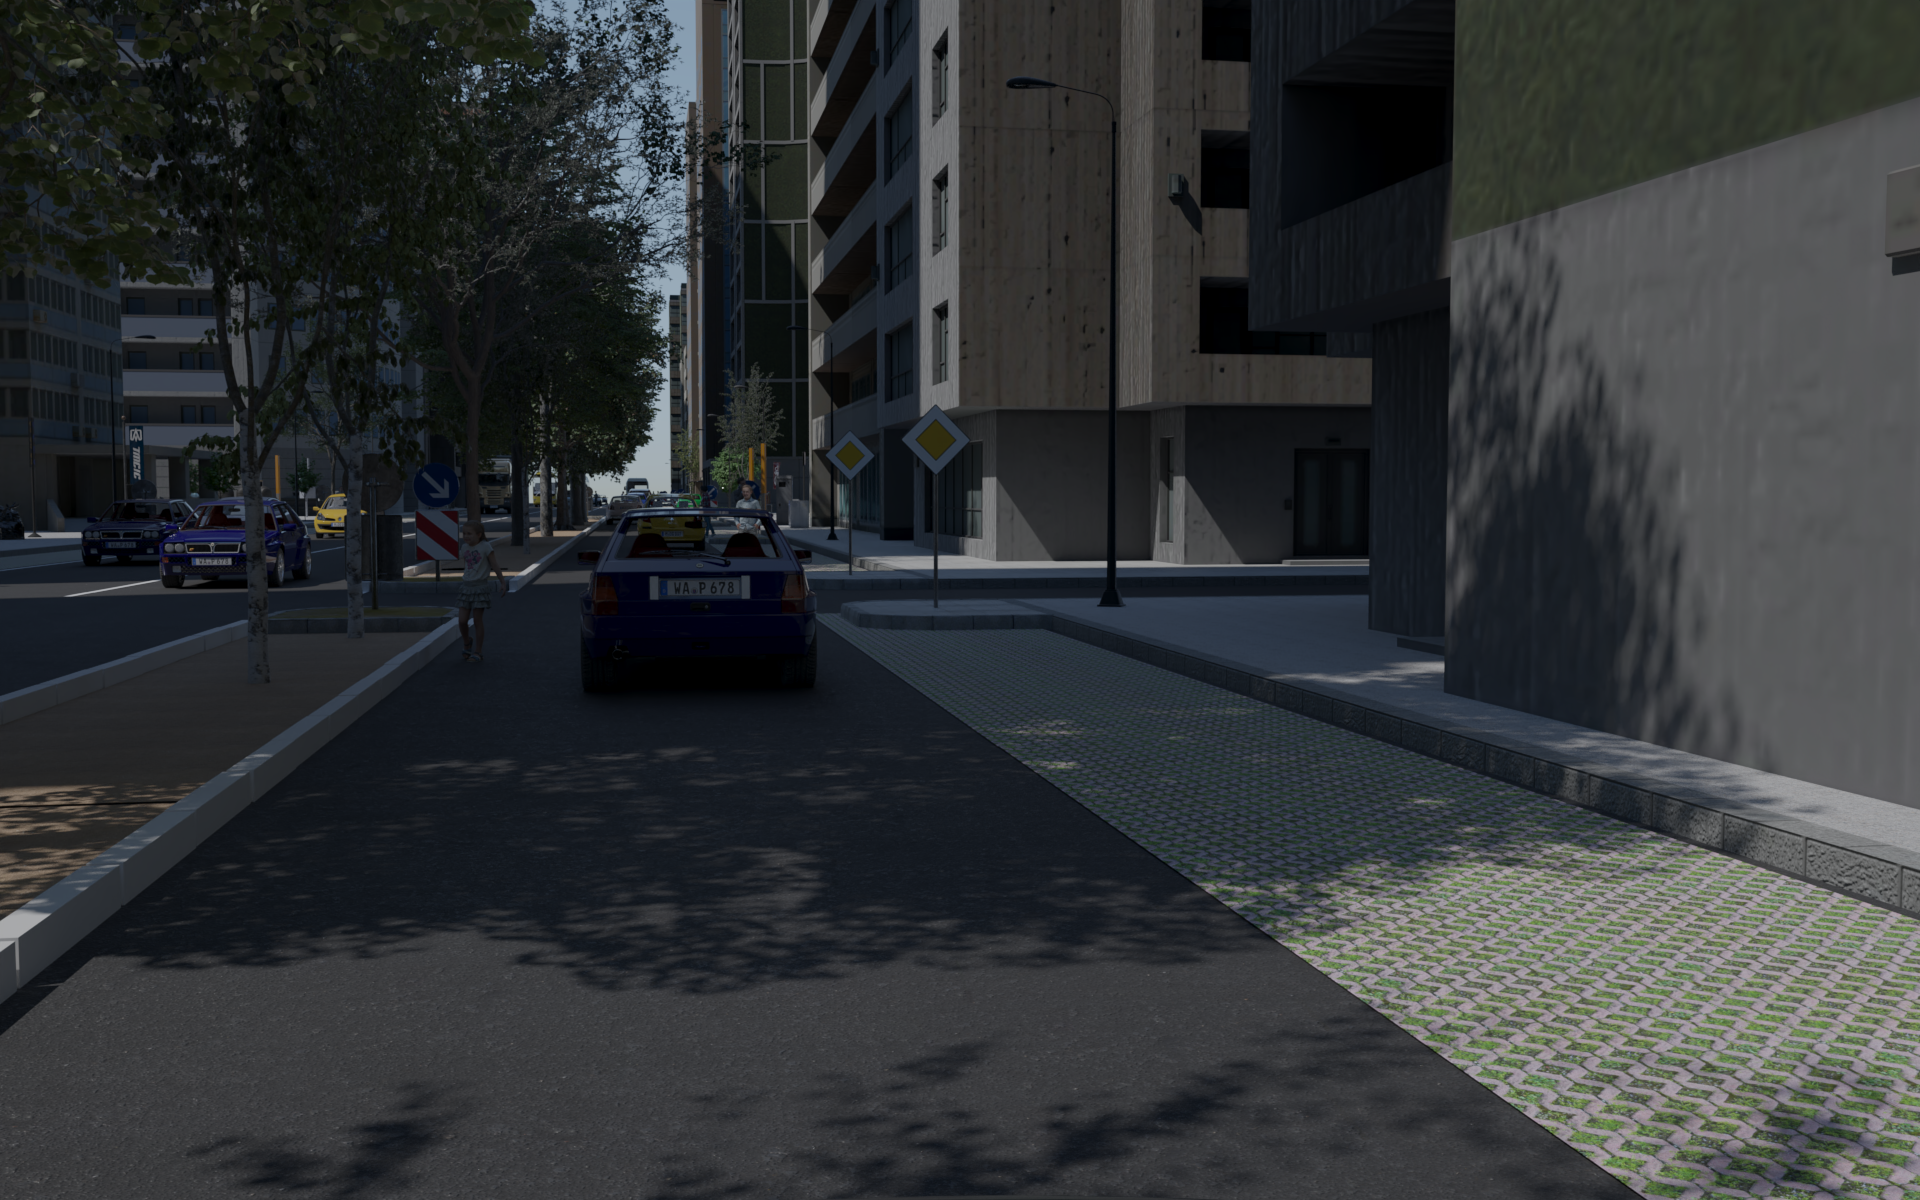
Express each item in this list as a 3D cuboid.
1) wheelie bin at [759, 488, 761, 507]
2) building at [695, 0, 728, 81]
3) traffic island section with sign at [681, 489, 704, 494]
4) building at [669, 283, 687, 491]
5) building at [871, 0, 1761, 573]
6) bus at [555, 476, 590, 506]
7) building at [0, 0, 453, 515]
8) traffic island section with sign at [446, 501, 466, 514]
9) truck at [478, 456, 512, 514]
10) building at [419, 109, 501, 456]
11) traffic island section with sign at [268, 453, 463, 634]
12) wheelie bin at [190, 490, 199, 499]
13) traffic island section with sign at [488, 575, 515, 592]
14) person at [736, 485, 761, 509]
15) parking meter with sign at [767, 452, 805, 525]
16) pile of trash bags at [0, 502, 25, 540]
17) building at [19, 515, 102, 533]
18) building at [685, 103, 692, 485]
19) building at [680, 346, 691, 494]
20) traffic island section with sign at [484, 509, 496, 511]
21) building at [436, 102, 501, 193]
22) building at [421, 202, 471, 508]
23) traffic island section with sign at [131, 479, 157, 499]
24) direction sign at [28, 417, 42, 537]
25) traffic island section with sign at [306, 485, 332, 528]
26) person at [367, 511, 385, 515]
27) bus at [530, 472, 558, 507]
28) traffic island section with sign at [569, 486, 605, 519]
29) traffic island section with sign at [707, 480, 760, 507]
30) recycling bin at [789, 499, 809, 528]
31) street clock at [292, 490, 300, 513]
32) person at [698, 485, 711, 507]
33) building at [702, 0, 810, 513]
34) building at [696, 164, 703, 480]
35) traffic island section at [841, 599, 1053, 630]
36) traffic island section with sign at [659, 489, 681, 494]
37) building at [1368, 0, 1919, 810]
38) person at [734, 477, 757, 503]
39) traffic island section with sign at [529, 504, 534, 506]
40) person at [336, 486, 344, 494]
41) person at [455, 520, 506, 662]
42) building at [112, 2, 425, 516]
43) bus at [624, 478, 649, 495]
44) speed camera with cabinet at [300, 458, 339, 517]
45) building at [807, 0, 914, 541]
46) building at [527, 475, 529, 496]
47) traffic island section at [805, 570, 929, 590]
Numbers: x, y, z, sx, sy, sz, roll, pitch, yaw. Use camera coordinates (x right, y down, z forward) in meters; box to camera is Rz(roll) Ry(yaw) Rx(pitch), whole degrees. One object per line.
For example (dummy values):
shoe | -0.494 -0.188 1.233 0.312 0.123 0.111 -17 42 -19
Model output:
wheelie bin | -11.154 -5.386 95.969 0.693 1.594 0.980 2 4 34
building | -14.271 -30.072 141.791 14.600 45.320 14.200 -1 4 -10
traffic island section with sign | -11.150 -4.143 76.364 1.989 1.847 2.006 -1 4 -10
building | -35.095 -29.348 251.541 14.160 30.474 14.107 -1 4 -10
building | 5.972 -16.175 36.163 14.107 30.474 14.160 -1 4 -10
bus | -37.426 -10.585 167.919 2.948 3.499 13.247 -1 4 -10
building | -56.949 -27.044 134.058 32.217 40.220 23.993 -1 4 -10
traffic island section with sign | -36.131 -6.983 122.805 1.989 1.847 2.006 -1 4 -10
truck | -34.235 -8.536 128.480 2.839 4.237 11.283 -1 4 -11
building | -62.741 -32.860 191.883 22.147 44.769 28.867 -1 4 -10
traffic island section with sign | -6.412 -0.643 18.656 2.006 1.907 1.989 -1 4 -10
wheelie bin | -41.573 -5.281 94.250 0.693 1.594 0.980 -3 4 -37
traffic island section with sign | -7.756 -1.089 25.941 2.006 1.907 1.989 -1 4 -10
person | -3.929 -1.333 32.099 0.589 1.601 0.330 1 4 15
parking meter with sign | -7.285 -4.614 71.694 1.738 3.016 0.543 0 4 -3
pile of trash bags | -28.044 -2.351 48.189 3.447 1.369 1.912 -3 4 -39
building | -45.346 -22.656 62.309 32.217 40.220 23.993 -1 4 -10
building | -23.600 -33.338 195.190 14.600 45.320 14.200 -1 4 -10
building | -20.899 -22.829 218.293 27.650 21.520 28.899 -1 4 -10
traffic island section with sign | -41.063 -8.604 149.307 1.989 1.847 2.006 -1 4 -10
building | -66.723 -36.266 216.647 21.300 48.544 21.600 -1 4 -10
building | -51.548 -23.458 155.236 14.160 30.474 14.107 -1 4 -10
traffic island section with sign | -21.926 -2.308 46.367 1.989 1.847 2.006 -1 4 -10
direction sign | -27.440 -3.624 51.254 0.379 3.537 0.876 -1 4 -20
traffic island section with sign | -26.897 -3.947 73.155 1.989 1.847 2.006 -1 4 -10
person | -10.397 -1.361 30.933 0.473 1.802 0.592 0 4 2
bus | -45.558 -12.222 191.375 2.896 3.916 12.252 -1 4 -10
traffic island section with sign | -21.496 -5.607 99.817 2.006 1.907 1.989 -1 4 -10
traffic island section with sign | -6.227 -2.522 49.860 1.989 1.847 2.006 -1 4 -10
recycling bin | -6.130 -3.262 65.894 0.722 1.027 0.722 -1 4 -11
street clock | -31.633 -4.769 82.536 0.471 2.002 0.358 -2 4 -34
person | -8.283 -2.899 56.743 0.643 1.720 0.563 -1 4 -19
building | -8.029 -41.936 123.905 20.563 71.187 20.611 -1 4 -10
building | -13.472 -31.143 163.816 22.147 44.769 28.867 -1 4 -10
traffic island section | -0.254 0.167 19.553 2.009 0.180 2.903 -1 4 -10
traffic island section with sign | -25.256 -8.783 152.224 1.989 1.847 2.006 -1 4 -10
building | 9.644 -14.795 13.598 14.160 30.474 14.107 -1 4 -10
person | -5.237 -2.100 42.636 0.655 1.846 0.447 -2 4 -28
traffic island section with sign | -56.018 -13.527 229.787 1.989 1.847 2.006 -1 4 -10
person | -28.809 -4.405 80.620 0.635 1.810 0.391 -1 4 -19
person | -4.106 -0.085 14.898 0.505 1.210 0.382 1 4 15
building | -46.757 -34.672 108.888 21.231 58.520 28.212 -1 4 -10
bus | -38.045 -12.784 203.873 2.948 3.499 13.247 -1 4 -11
speed camera with cabinet | -35.657 -6.242 96.400 2.038 3.252 0.660 -3 5 -45
building | 6.468 -26.586 58.383 21.300 48.544 21.600 -1 4 -10
building | -66.817 -28.459 237.006 14.160 30.474 14.107 -1 4 -10
traffic island section | -1.713 -0.313 27.404 2.009 0.180 2.903 -1 4 -10
